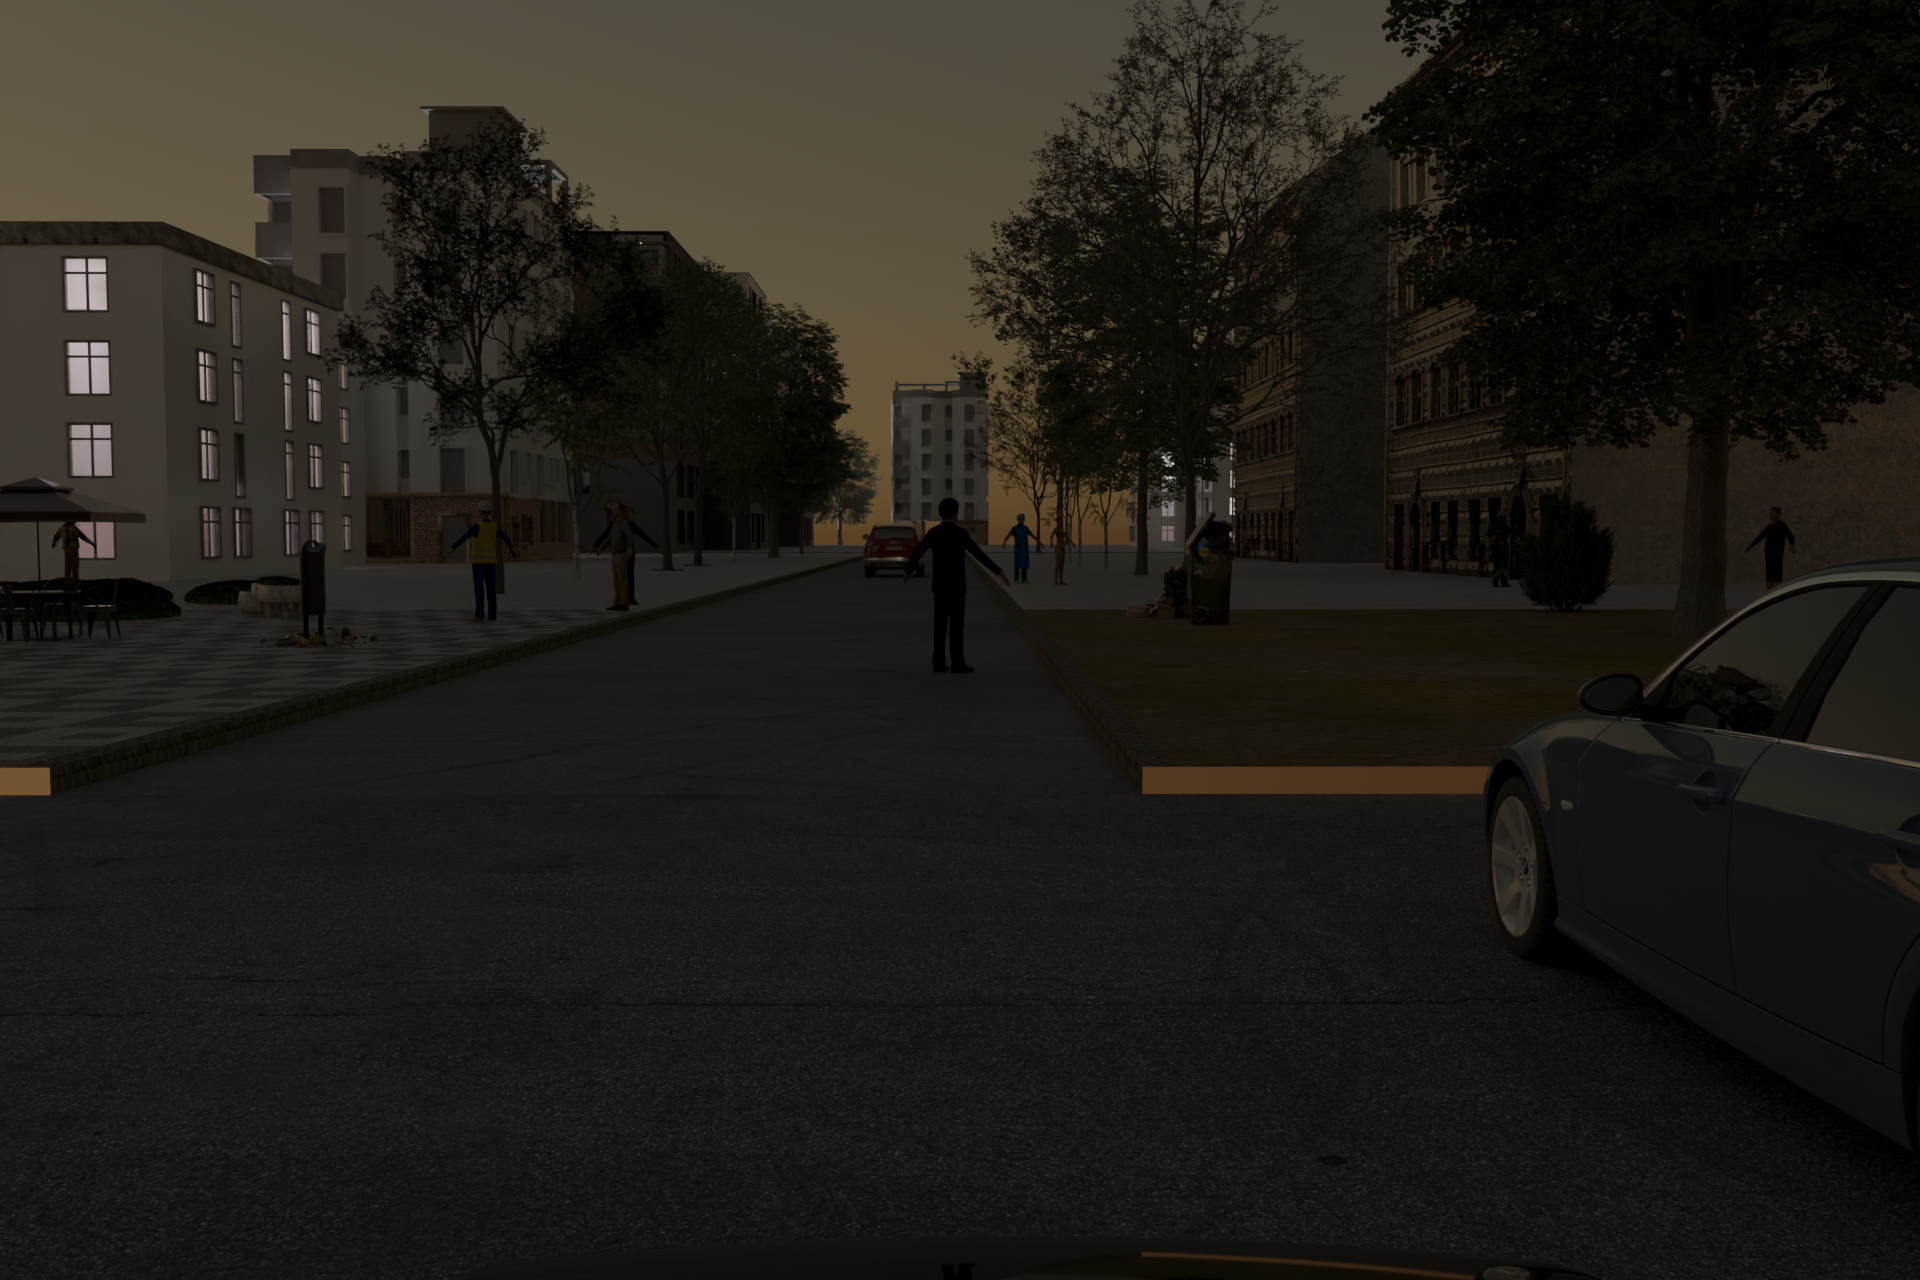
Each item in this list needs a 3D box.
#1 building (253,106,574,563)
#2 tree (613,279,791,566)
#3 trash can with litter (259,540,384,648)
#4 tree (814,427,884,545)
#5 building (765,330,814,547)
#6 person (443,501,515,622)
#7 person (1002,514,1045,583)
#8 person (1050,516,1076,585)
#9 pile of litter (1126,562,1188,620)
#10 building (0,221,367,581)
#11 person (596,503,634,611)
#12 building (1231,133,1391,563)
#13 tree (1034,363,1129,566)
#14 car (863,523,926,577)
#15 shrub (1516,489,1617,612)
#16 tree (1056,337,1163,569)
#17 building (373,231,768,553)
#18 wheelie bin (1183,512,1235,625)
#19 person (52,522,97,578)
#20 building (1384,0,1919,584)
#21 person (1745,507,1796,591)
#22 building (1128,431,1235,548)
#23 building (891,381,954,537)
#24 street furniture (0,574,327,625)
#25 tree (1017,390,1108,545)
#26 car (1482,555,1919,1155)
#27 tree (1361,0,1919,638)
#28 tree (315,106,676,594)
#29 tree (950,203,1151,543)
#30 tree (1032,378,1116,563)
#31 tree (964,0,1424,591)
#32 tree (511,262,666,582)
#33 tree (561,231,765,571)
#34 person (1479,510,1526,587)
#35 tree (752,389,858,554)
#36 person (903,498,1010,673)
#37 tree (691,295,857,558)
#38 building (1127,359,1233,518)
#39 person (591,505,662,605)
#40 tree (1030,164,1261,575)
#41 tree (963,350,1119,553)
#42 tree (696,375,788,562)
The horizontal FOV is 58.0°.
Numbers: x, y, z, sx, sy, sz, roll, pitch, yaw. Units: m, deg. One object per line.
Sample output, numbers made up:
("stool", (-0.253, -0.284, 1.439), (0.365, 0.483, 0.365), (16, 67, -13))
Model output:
("building", (-25.286, -13.553, 78.009), (16.016, 20.090, 11.380), (0, 4, 0))
("tree", (-10.381, -8.780, 69.310), (9.928, 11.665, 9.643), (0, 3, 0))
("trash can with litter", (-7.444, -0.582, 20.574), (1.678, 1.210, 2.233), (0, 4, -1))
("tree", (-14.017, -18.159, 203.554), (9.857, 13.997, 8.962), (0, 3, 0))
("building", (-29.597, -19.956, 170.256), (27.936, 21.610, 32.646), (0, 4, 0))
("person", (-7.057, -1.166, 25.533), (0.721, 1.772, 1.216), (3, 5, 40))
("person", (1.612, -2.383, 45.096), (1.347, 1.817, 0.704), (-2, 4, -34))
("person", (2.586, -2.255, 43.669), (0.721, 1.733, 1.217), (2, 4, 33))
("pile of litter", (3.140, -0.780, 26.712), (1.176, 0.858, 1.719), (0, 3, 0))
("building", (-26.098, -7.247, 60.640), (9.099, 9.664, 28.070), (0, 4, -1))
("person", (-5.716, -1.388, 28.964), (0.705, 1.796, 1.348), (-2, 4, -35))
("building", (24.122, -15.540, 85.012), (19.493, 23.208, 18.063), (0, 4, 0))
("tree", (4.662, -7.326, 70.147), (4.360, 8.622, 3.978), (0, 3, 0))
("car", (-2.210, -3.092, 59.235), (2.281, 1.827, 5.304), (0, 4, -1))
("shrub", (10.003, -1.482, 28.649), (1.690, 2.028, 1.600), (0, 3, 0))
("tree", (5.425, -6.980, 64.482), (4.360, 8.622, 3.978), (0, 3, 0))
("building", (-30.362, -17.686, 133.146), (27.936, 21.610, 32.646), (0, 4, -1))
("wheelie bin", (3.559, -1.026, 24.683), (0.693, 1.594, 0.980), (0, 3, 0))
("person", (-23.087, -2.401, 45.031), (1.354, 1.858, 0.705), (1, 4, 15))
("building", (24.628, -13.564, 52.703), (19.493, 23.208, 18.063), (0, 4, -1))
("person", (15.878, -1.694, 33.827), (0.704, 1.812, 1.346), (-1, 4, -15))
("building", (20.968, -13.008, 154.820), (9.099, 9.664, 28.070), (0, 4, -1))
("building", (-7.724, -21.210, 205.666), (11.380, 20.090, 16.016), (0, 4, -8))
("street furniture", (-13.722, -0.839, 29.352), (5.734, 0.657, 10.072), (-1, 4, -22))
("tree", (13.083, -21.196, 202.442), (12.611, 20.169, 13.585), (0, 3, 0))
("car", (2.739, 0.467, 4.367), (2.014, 1.417, 4.499), (0, 4, 0))
("tree", (9.236, -7.014, 21.339), (9.857, 13.997, 8.962), (0, 3, 0))
("tree", (-9.770, -6.280, 37.093), (8.767, 10.594, 7.601), (1, 4, 14))
("tree", (5.894, -14.702, 96.270), (12.611, 20.169, 13.585), (0, 3, 0))
("tree", (4.843, -7.748, 77.036), (4.360, 8.622, 3.978), (0, 3, 0))
("tree", (5.203, -7.858, 38.848), (12.009, 13.543, 11.850), (0, 3, 0))
("tree", (-10.199, -5.868, 46.298), (4.737, 8.622, 4.395), (0, 3, 0))
("tree", (-10.422, -8.243, 60.522), (9.928, 11.665, 9.643), (0, 3, 0))
("person", (13.117, -2.212, 41.944), (1.354, 1.856, 0.705), (-1, 4, -17))
("tree", (-10.282, -10.739, 109.994), (8.767, 10.594, 7.601), (1, 4, 22))
("person", (-0.093, -0.569, 17.946), (1.347, 1.806, 0.705), (3, 4, 36))
("tree", (-10.092, -11.473, 94.233), (9.857, 13.997, 8.962), (0, 3, 0))
("building", (23.085, -20.078, 184.693), (16.016, 20.090, 11.380), (0, 3, 0))
("person", (-6.074, -1.542, 31.439), (1.346, 1.802, 0.704), (-2, 4, -30))
("tree", (5.774, -8.316, 54.097), (7.486, 12.596, 7.792), (0, 3, 0))
("tree", (5.224, -12.541, 115.421), (12.009, 13.543, 11.850), (0, 3, 0))
("tree", (-10.489, -7.829, 78.364), (4.360, 8.622, 3.978), (0, 3, 0))
